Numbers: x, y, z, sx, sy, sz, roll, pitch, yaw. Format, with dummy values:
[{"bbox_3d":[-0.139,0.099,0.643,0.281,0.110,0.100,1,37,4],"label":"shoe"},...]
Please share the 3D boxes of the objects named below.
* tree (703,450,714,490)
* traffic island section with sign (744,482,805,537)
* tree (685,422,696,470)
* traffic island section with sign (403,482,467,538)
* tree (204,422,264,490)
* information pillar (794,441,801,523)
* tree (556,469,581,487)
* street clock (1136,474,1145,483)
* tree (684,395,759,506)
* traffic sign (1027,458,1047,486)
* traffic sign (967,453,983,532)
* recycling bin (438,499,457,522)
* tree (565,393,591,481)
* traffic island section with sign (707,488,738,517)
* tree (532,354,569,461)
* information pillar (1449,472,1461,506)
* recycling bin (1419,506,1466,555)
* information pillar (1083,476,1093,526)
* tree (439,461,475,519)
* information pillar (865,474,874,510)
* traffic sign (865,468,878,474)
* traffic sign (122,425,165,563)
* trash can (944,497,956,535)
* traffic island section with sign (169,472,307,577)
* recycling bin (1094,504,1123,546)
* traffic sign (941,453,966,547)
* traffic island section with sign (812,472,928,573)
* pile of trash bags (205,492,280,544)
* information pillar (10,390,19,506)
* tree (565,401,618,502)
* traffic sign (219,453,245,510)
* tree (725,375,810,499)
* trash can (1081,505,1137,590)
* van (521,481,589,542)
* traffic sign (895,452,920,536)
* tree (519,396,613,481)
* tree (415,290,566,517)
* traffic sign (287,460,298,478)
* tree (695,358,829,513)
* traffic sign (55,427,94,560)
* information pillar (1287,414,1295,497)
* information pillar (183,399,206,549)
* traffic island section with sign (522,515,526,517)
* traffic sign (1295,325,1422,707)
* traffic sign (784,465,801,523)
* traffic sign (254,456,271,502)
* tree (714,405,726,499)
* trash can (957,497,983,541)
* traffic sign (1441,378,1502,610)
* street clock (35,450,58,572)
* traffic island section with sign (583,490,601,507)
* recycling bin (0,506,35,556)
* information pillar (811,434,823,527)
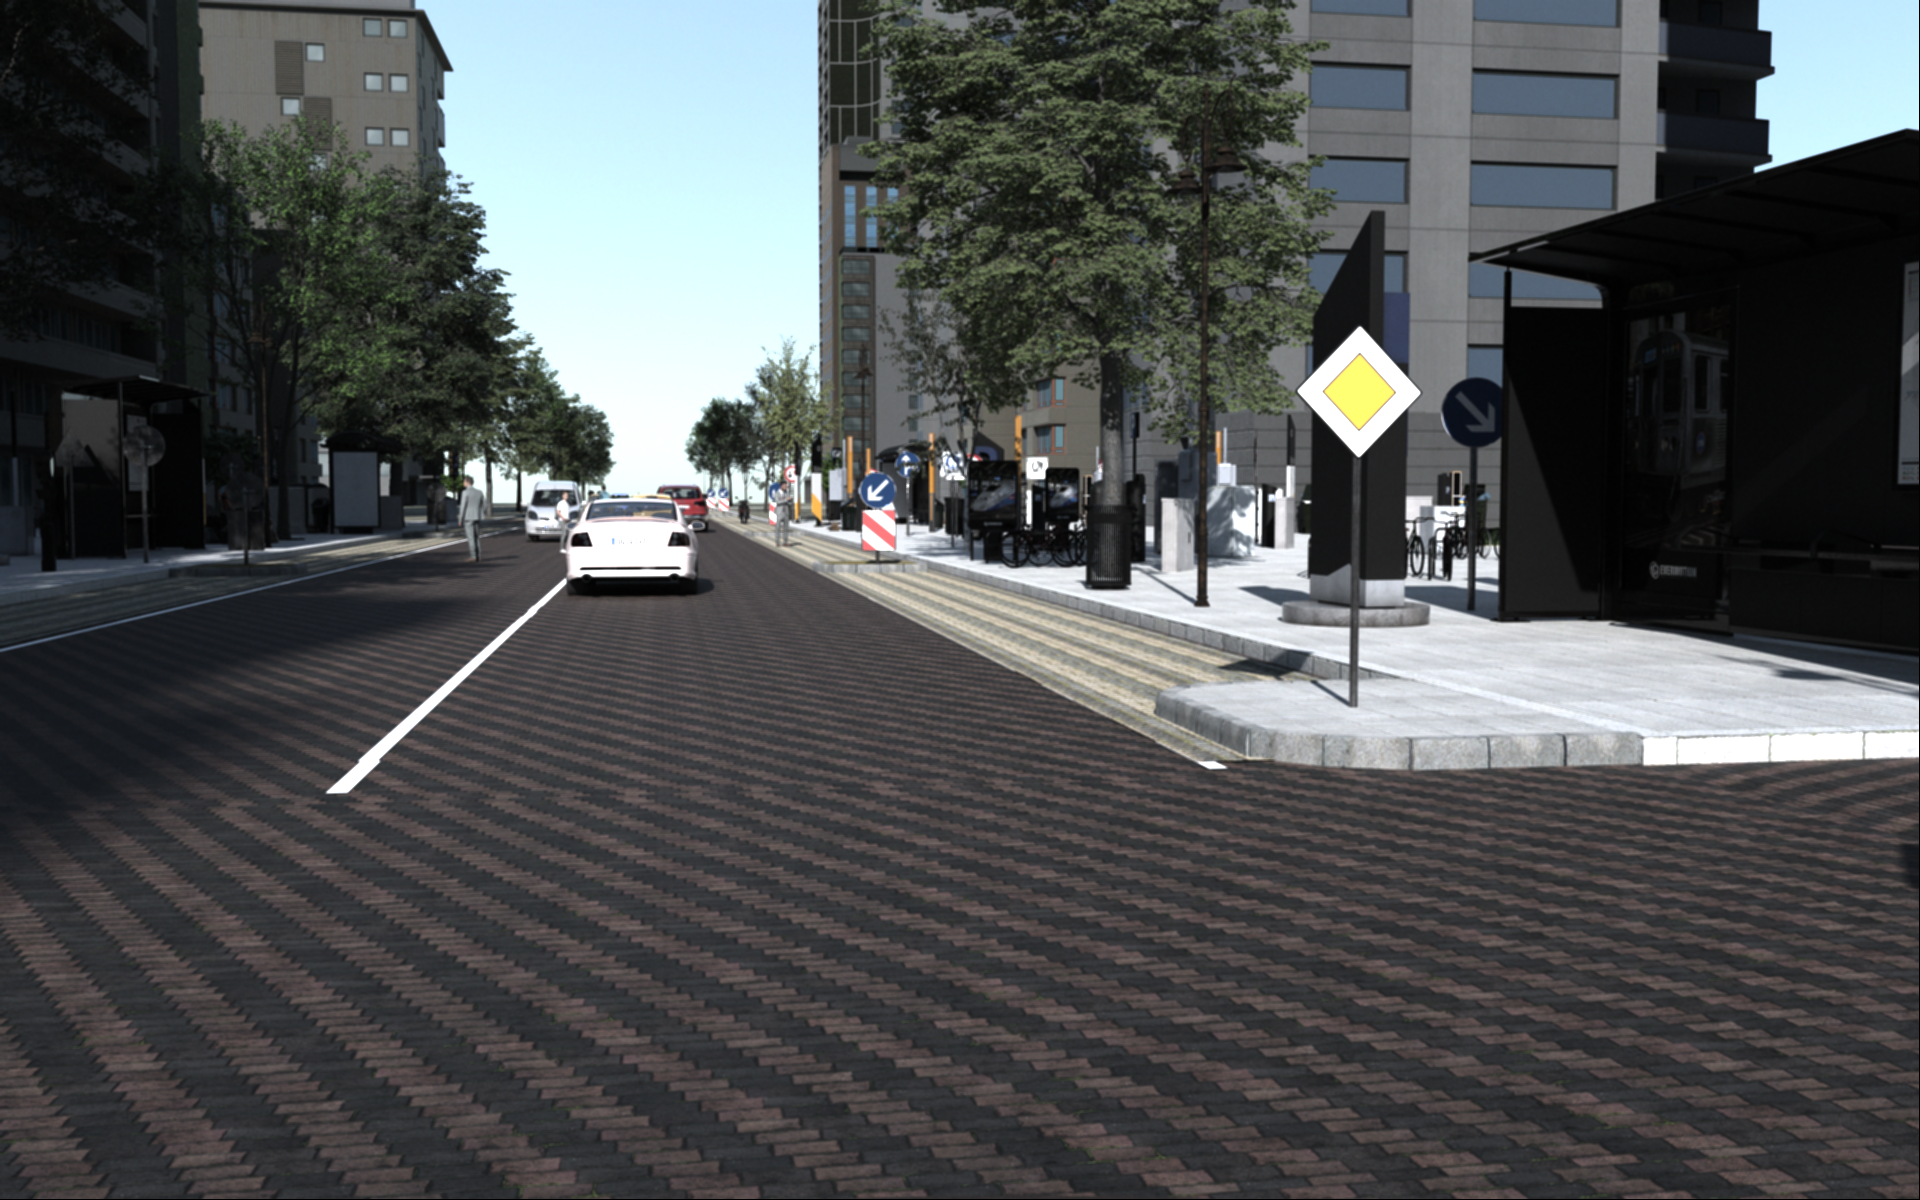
[{"bbox_3d":[-28.149,-15.415,202.390,4.360,8.622,3.978,0,3,0],"label":"tree"},{"bbox_3d":[-6.358,-3.084,59.057,1.989,1.847,2.006,-1,4,-10],"label":"traffic island section with sign"},{"bbox_3d":[-23.446,-14.411,170.037,7.601,10.594,8.767,-1,4,-16],"label":"tree"},{"bbox_3d":[-17.402,-2.998,57.642,1.989,1.847,2.006,-1,4,-10],"label":"traffic island section with sign"},{"bbox_3d":[-33.298,-5.817,78.822,4.285,4.588,4.351,0,3,0],"label":"tree"},{"bbox_3d":[-7.144,-5.193,76.254,0.183,3.616,0.504,1,4,13],"label":"information pillar"},{"bbox_3d":[-41.114,-12.057,180.840,4.285,4.588,4.351,0,3,0],"label":"tree"},{"bbox_3d":[6.361,-3.482,61.500,0.358,2.002,0.471,-1,4,-22],"label":"street clock"},{"bbox_3d":[-24.325,-15.689,182.268,9.928,11.665,9.643,0,3,0],"label":"tree"},{"bbox_3d":[2.162,-2.849,48.710,0.606,2.300,0.079,-1,4,-10],"label":"traffic sign"},{"bbox_3d":[0.352,-3.303,54.106,0.768,2.556,0.104,0,4,-7],"label":"traffic sign"},{"bbox_3d":[-23.954,-4.175,80.815,0.722,1.027,0.722,1,4,18],"label":"recycling bin"},{"bbox_3d":[-40.604,-15.565,172.610,7.486,12.596,7.792,0,3,0],"label":"tree"},{"bbox_3d":[-14.960,-6.119,108.673,1.989,1.847,2.006,-1,4,-10],"label":"traffic island section with sign"},{"bbox_3d":[-32.263,-12.300,126.854,9.928,11.665,9.643,0,3,0],"label":"tree"},{"bbox_3d":[16.184,-3.192,56.685,0.304,2.012,0.304,-1,4,-11],"label":"information pillar"},{"bbox_3d":[10.210,-1.475,36.664,0.722,1.027,0.722,-1,4,-12],"label":"recycling bin"},{"bbox_3d":[5.080,-3.941,68.924,0.304,2.012,0.304,-1,4,-20],"label":"information pillar"},{"bbox_3d":[-25.825,-5.733,88.334,1.663,3.219,1.824,0,3,0],"label":"tree"},{"bbox_3d":[-3.276,-3.521,62.063,0.304,2.012,0.304,-1,4,-20],"label":"information pillar"},{"bbox_3d":[-4.380,-5.250,85.943,0.768,2.556,0.104,-1,4,-10],"label":"traffic sign"},{"bbox_3d":[-15.121,-1.957,32.102,0.768,2.556,0.104,0,4,-4],"label":"traffic sign"},{"bbox_3d":[-0.165,-2.629,54.642,0.748,1.137,0.748,0,3,0],"label":"trash can"},{"bbox_3d":[-12.748,-1.353,30.756,1.989,1.847,2.006,-1,4,-10],"label":"traffic island section with sign"},{"bbox_3d":[3.681,-1.791,41.834,0.722,1.027,0.722,-1,4,-19],"label":"recycling bin"},{"bbox_3d":[-0.178,-2.433,41.914,0.606,2.300,0.079,0,4,-3],"label":"traffic sign"},{"bbox_3d":[-1.727,-1.446,32.278,1.989,1.847,2.006,-1,4,-10],"label":"traffic island section with sign"},{"bbox_3d":[-19.494,-2.166,45.173,3.447,1.369,1.912,1,4,21],"label":"pile of trash bags"},{"bbox_3d":[-21.463,-2.936,39.352,0.183,3.616,0.504,-2,4,-26],"label":"information pillar"},{"bbox_3d":[-51.941,-20.304,238.629,9.857,13.997,8.962,0,3,0],"label":"tree"},{"bbox_3d":[-22.794,-3.312,54.253,0.768,2.556,0.104,0,4,-5],"label":"traffic sign"},{"bbox_3d":[-10.950,-9.400,104.051,4.360,8.622,3.978,0,3,0],"label":"tree"},{"bbox_3d":[2.001,-0.713,23.308,0.748,1.137,0.748,0,3,0],"label":"trash can"},{"bbox_3d":[-12.393,-2.818,53.088,2.013,2.044,4.112,-1,4,-11],"label":"van"},{"bbox_3d":[-1.584,-3.219,52.738,0.768,2.556,0.104,0,4,-4],"label":"traffic sign"},{"bbox_3d":[-37.290,-13.683,158.136,8.767,10.594,7.601,2,4,30],"label":"tree"},{"bbox_3d":[-26.849,-10.932,96.867,7.486,12.596,7.792,0,3,0],"label":"tree"},{"bbox_3d":[-22.976,-3.606,58.966,0.884,2.594,0.081,-1,4,-8],"label":"traffic sign"},{"bbox_3d":[-13.435,-11.320,119.498,8.767,10.594,7.601,-1,4,-11],"label":"tree"},{"bbox_3d":[-17.213,-2.052,33.547,0.884,2.594,0.081,0,4,0],"label":"traffic sign"},{"bbox_3d":[9.709,-3.639,50.852,0.183,3.616,0.504,2,4,30],"label":"information pillar"},{"bbox_3d":[-17.936,-3.009,40.556,0.504,3.616,0.183,1,4,11],"label":"information pillar"},{"bbox_3d":[-25.926,-6.007,106.840,1.989,1.847,2.006,-1,4,-10],"label":"traffic island section with sign"},{"bbox_3d":[2.367,-0.411,10.370,0.795,2.450,0.064,-1,4,-10],"label":"traffic sign"},{"bbox_3d":[-7.415,-4.691,76.800,0.768,2.556,0.104,0,4,-1],"label":"traffic sign"},{"bbox_3d":[-23.370,-3.558,58.283,0.768,2.556,0.104,0,4,-3],"label":"traffic sign"},{"bbox_3d":[-16.207,-11.043,130.915,4.360,8.622,3.978,0,3,0],"label":"tree"},{"bbox_3d":[0.355,-2.216,47.883,0.748,1.137,0.748,0,3,0],"label":"trash can"},{"bbox_3d":[5.645,-1.159,19.051,0.768,2.556,0.104,0,4,-2],"label":"traffic sign"},{"bbox_3d":[-15.130,-1.476,28.705,0.358,2.002,0.471,-1,4,-17],"label":"street clock"},{"bbox_3d":[-40.071,-10.998,188.445,1.989,1.847,2.006,-1,4,-10],"label":"traffic island section with sign"},{"bbox_3d":[-19.806,-1.444,36.166,0.722,1.027,0.722,-1,4,-17],"label":"recycling bin"},{"bbox_3d":[-5.611,-4.681,67.892,0.183,3.616,0.504,3,5,40],"label":"information pillar"}]
